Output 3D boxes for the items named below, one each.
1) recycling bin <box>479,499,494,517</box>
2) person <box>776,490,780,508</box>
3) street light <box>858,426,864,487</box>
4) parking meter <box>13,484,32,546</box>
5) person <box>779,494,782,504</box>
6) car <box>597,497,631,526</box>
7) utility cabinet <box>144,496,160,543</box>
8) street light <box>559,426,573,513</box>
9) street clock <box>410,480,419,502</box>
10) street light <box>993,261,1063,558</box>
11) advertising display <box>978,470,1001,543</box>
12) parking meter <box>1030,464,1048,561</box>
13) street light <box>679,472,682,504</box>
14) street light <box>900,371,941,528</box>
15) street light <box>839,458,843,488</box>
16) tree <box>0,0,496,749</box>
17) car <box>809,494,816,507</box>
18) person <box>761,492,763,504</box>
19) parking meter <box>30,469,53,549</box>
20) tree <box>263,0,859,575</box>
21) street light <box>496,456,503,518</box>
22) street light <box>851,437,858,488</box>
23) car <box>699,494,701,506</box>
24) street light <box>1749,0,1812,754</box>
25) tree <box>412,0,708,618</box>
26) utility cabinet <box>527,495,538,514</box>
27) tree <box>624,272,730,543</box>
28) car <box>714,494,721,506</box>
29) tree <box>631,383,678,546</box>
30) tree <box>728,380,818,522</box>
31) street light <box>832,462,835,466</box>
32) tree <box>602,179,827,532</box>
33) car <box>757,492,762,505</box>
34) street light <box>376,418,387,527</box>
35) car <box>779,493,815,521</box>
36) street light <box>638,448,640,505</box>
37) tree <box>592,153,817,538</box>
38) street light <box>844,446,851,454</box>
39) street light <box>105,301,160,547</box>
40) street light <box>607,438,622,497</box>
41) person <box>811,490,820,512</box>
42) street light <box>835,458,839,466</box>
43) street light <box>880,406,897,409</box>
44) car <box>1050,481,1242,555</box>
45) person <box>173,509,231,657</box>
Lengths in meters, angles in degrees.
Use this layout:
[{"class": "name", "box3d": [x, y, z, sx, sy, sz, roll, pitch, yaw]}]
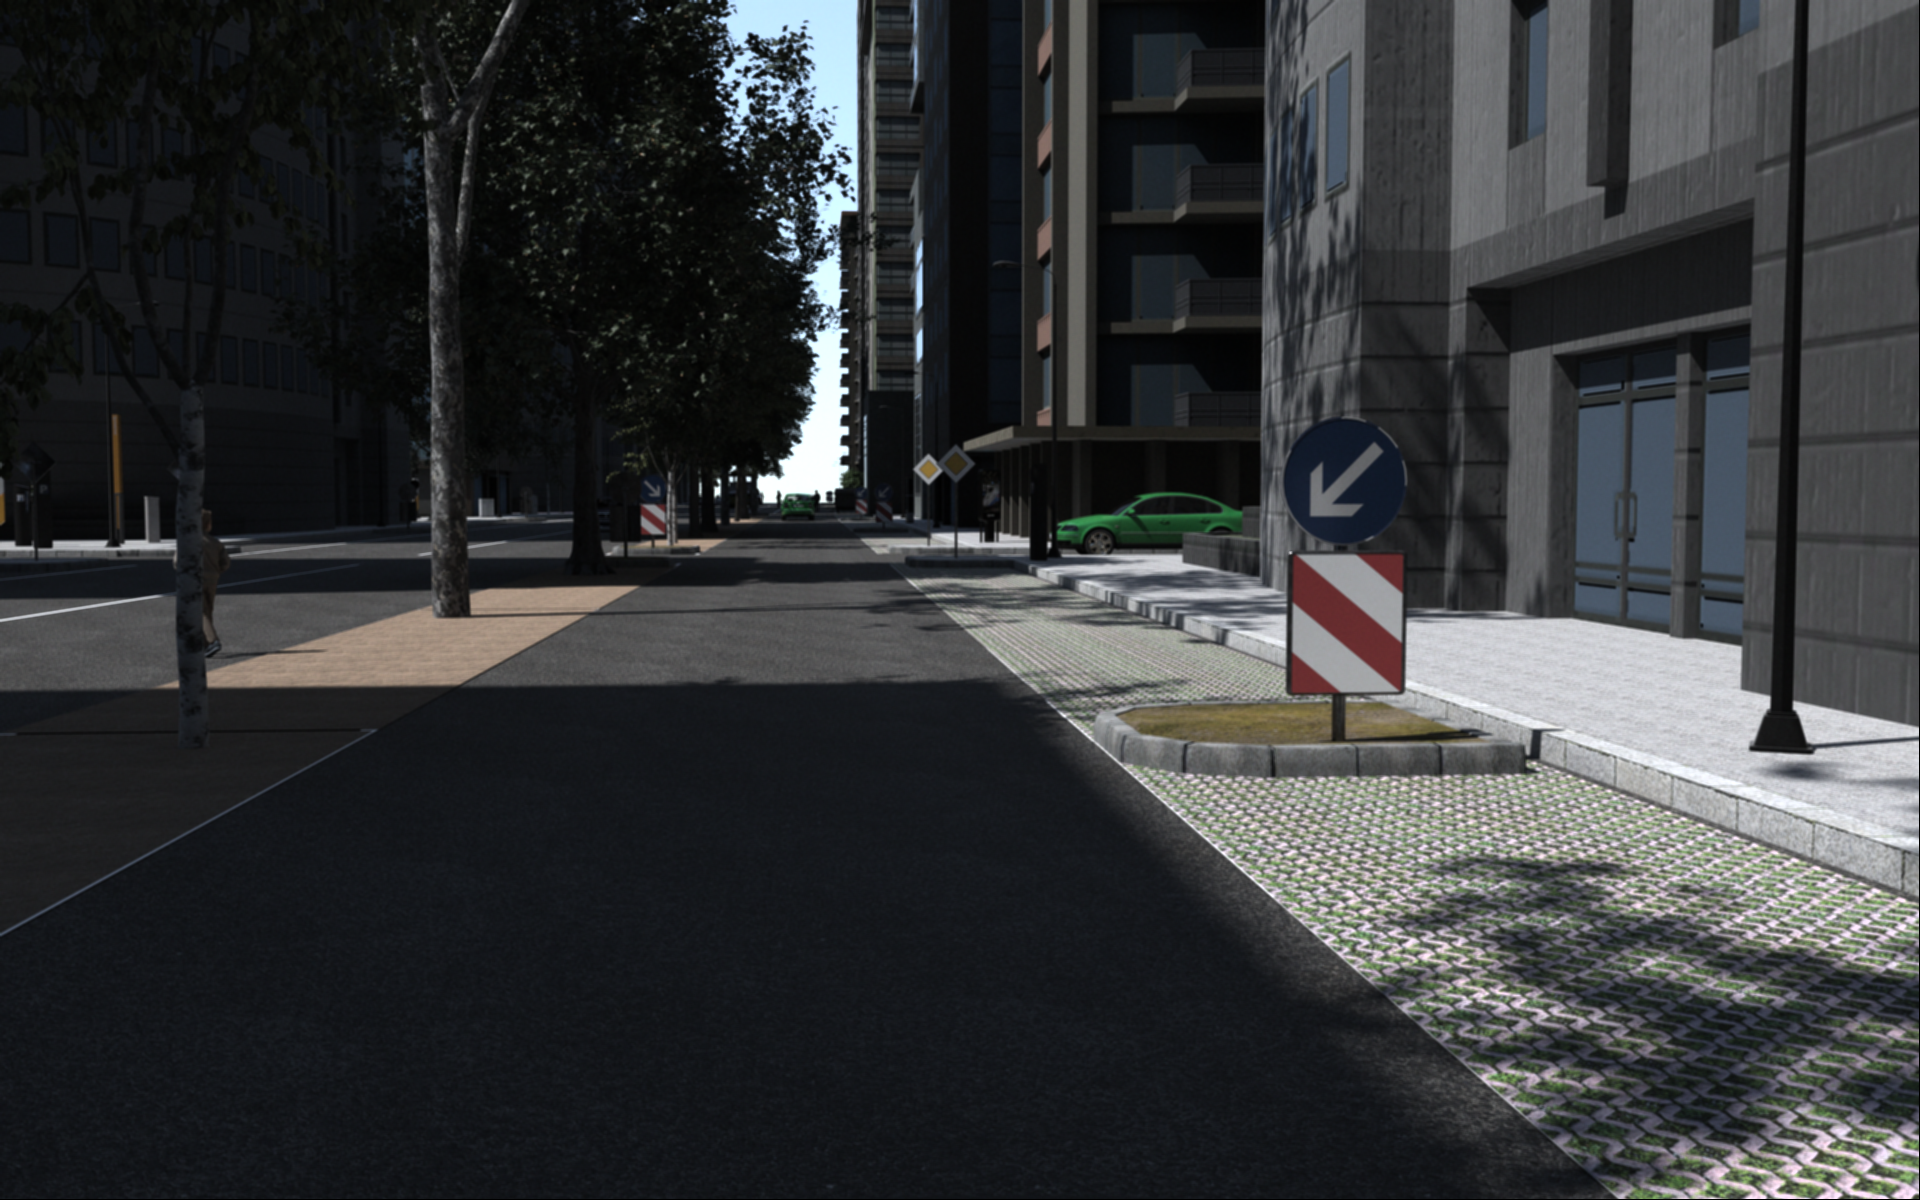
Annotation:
[{"class": "recycling bin", "box3d": [-26.075, -5.066, 95.383, 0.722, 1.027, 0.722, -2, 4, -24]}, {"class": "person", "box3d": [-18.969, -10.525, 180.589, 0.705, 1.822, 1.348, -1, 4, -20]}, {"class": "street light", "box3d": [-5.974, -8.870, 117.567, 1.470, 5.913, 1.316, 0, 4, -5]}, {"class": "parking meter", "box3d": [-23.078, -2.094, 42.651, 0.372, 1.533, 0.369, 0, 3, 0]}, {"class": "person", "box3d": [-26.973, -15.288, 258.536, 0.705, 1.814, 1.350, -3, 5, -41]}, {"class": "car", "box3d": [-13.575, -3.341, 67.203, 1.945, 1.354, 3.894, 0, 4, -7]}, {"class": "utility cabinet", "box3d": [-21.451, -2.132, 46.021, 0.306, 1.237, 1.020, -2, 4, -29]}, {"class": "street light", "box3d": [-26.448, -8.846, 117.168, 1.470, 5.913, 1.316, 0, 4, -5]}, {"class": "street clock", "box3d": [-28.043, -5.168, 89.063, 0.471, 2.002, 0.358, -1, 4, -20]}, {"class": "street light", "box3d": [1.360, -3.805, 34.745, 1.470, 5.913, 1.316, 0, 4, -5]}, {"class": "advertising display", "box3d": [0.785, -2.505, 46.171, 0.123, 1.923, 0.974, 2, 4, 32]}, {"class": "parking meter", "box3d": [1.521, -1.699, 33.496, 0.255, 1.863, 0.399, -1, 4, -15]}, {"class": "street light", "box3d": [-35.994, -15.520, 226.298, 1.470, 5.913, 1.316, 0, 4, -5]}, {"class": "street light", "box3d": [-1.426, -5.688, 65.543, 1.470, 5.913, 1.316, 0, 4, -5]}, {"class": "street light", "box3d": [-12.428, -13.510, 193.424, 1.470, 5.913, 1.316, 0, 4, -5]}, {"class": "tree", "box3d": [-4.373, -3.480, 9.724, 4.737, 8.622, 4.395, 0, 3, 0]}, {"class": "car", "box3d": [-16.694, -10.922, 190.583, 2.014, 1.417, 4.499, 0, 4, -5]}, {"class": "person", "box3d": [-27.481, -14.193, 241.240, 0.721, 1.739, 1.217, -2, 4, -32]}, {"class": "parking meter", "box3d": [-21.690, -2.151, 40.883, 0.255, 1.863, 0.399, 3, 5, 39]}, {"class": "tree", "box3d": [-6.613, -6.778, 30.288, 9.611, 12.733, 9.660, 0, 3, 0]}, {"class": "street light", "box3d": [-24.464, -7.417, 93.810, 1.470, 5.913, 1.316, 0, 4, -5]}, {"class": "street light", "box3d": [-7.907, -10.328, 141.398, 1.470, 5.913, 1.316, 0, 4, -5]}, {"class": "car", "box3d": [-27.842, -10.755, 187.642, 2.131, 1.459, 4.920, 0, 4, -3]}, {"class": "street light", "box3d": [3.585, -2.199, 8.488, 1.470, 5.913, 1.316, 0, 4, -5]}, {"class": "tree", "box3d": [-4.609, -9.808, 18.710, 12.611, 20.169, 13.585, 0, 3, 0]}, {"class": "utility cabinet", "box3d": [-27.152, -6.036, 109.854, 0.306, 1.237, 1.020, 1, 4, 14]}, {"class": "tree", "box3d": [-8.202, -5.917, 49.563, 4.360, 8.622, 3.978, 0, 3, 0]}, {"class": "car", "box3d": [-28.514, -11.960, 207.544, 2.014, 1.417, 4.499, 0, 4, -7]}, {"class": "tree", "box3d": [-7.588, -5.635, 44.959, 4.737, 8.622, 4.395, 0, 3, 0]}, {"class": "tree", "box3d": [-11.548, -9.307, 89.044, 8.767, 10.594, 7.601, 0, 4, -5]}, {"class": "street light", "box3d": [-19.648, -18.578, 276.283, 1.470, 5.913, 1.316, 0, 4, -5]}, {"class": "tree", "box3d": [-9.430, -9.515, 64.678, 9.857, 13.997, 8.962, 0, 3, 0]}, {"class": "car", "box3d": [-27.949, -13.858, 235.245, 2.281, 1.827, 5.304, 0, 4, -5]}, {"class": "street light", "box3d": [-22.155, -5.826, 67.801, 1.470, 5.913, 1.316, 0, 4, -5]}, {"class": "car", "box3d": [-8.859, -5.236, 94.401, 1.959, 1.807, 4.718, 0, 4, -6]}, {"class": "street light", "box3d": [-31.122, -12.103, 170.424, 1.470, 5.913, 1.316, 0, 4, -5]}, {"class": "tree", "box3d": [-8.543, -8.283, 56.010, 7.486, 12.596, 7.792, 0, 3, 0]}, {"class": "street light", "box3d": [-10.194, -11.919, 167.409, 1.470, 5.913, 1.316, 0, 4, -5]}, {"class": "street light", "box3d": [-19.960, -4.235, 41.782, 1.470, 5.913, 1.316, 0, 4, -5]}, {"class": "street light", "box3d": [-28.684, -10.468, 143.689, 1.470, 5.913, 1.316, 0, 4, -5]}, {"class": "person", "box3d": [-11.856, -8.119, 141.778, 0.750, 1.759, 0.617, -3, 4, -37]}, {"class": "street light", "box3d": [-15.136, -15.395, 224.256, 1.470, 5.913, 1.316, 0, 4, -5]}, {"class": "street light", "box3d": [-3.541, -7.280, 91.569, 1.470, 5.913, 1.316, 0, 4, -5]}, {"class": "car", "box3d": [4.403, -1.872, 39.406, 4.718, 1.807, 1.959, 0, 4, -6]}, {"class": "person", "box3d": [-6.692, -0.153, 15.276, 0.640, 1.303, 0.475, 3, 5, 40]}]
